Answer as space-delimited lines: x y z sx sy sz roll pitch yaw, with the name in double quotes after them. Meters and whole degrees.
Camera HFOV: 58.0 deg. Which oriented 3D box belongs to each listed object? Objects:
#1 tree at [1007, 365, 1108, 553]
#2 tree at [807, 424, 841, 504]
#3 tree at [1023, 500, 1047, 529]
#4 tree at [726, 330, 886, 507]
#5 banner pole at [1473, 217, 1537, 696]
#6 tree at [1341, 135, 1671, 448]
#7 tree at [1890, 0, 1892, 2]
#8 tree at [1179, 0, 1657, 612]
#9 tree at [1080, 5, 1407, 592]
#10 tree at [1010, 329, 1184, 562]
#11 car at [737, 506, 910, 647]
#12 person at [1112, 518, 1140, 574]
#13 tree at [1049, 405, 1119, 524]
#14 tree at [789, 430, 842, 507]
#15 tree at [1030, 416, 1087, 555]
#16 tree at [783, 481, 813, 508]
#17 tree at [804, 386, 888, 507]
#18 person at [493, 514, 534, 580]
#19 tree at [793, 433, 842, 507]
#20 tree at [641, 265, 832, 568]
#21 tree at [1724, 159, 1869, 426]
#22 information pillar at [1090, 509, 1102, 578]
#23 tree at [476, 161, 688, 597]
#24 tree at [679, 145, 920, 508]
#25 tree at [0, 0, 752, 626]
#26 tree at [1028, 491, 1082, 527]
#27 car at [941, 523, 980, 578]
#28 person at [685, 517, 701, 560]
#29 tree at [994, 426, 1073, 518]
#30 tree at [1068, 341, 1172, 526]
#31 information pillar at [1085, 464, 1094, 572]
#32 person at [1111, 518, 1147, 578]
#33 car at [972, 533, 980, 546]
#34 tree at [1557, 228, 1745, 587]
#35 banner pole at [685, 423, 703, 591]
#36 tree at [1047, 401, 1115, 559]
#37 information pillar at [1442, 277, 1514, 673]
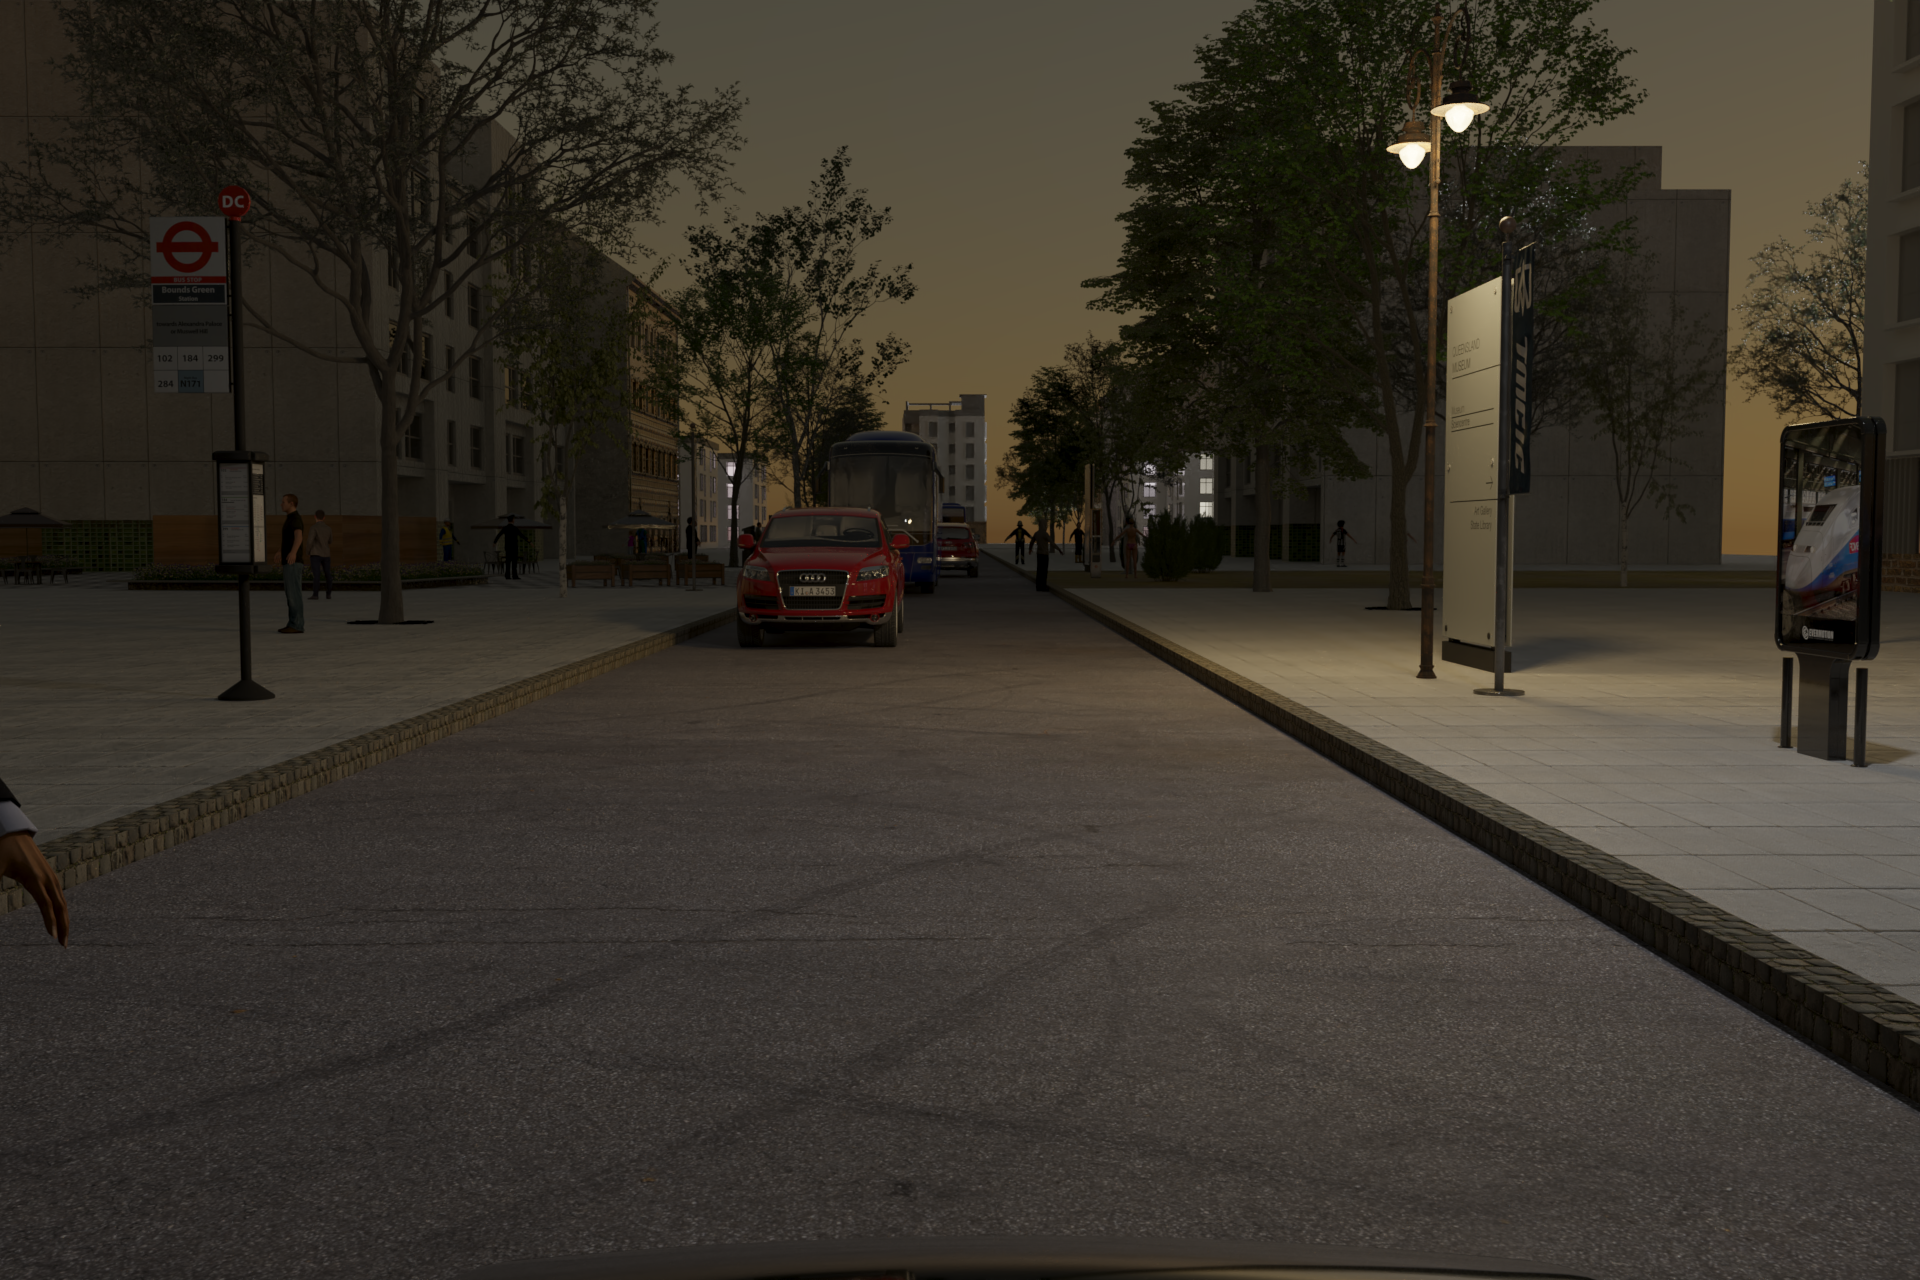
6.581 -12.144 116.684 7.486 12.596 7.792 0 3 0 "tree"
-8.351 -10.019 114.167 4.737 8.622 4.395 0 3 0 "tree"
10.884 -17.605 238.196 4.737 8.622 4.395 0 3 0 "tree"
-8.926 -11.885 104.693 12.009 13.543 11.850 0 3 0 "tree"
4.324 -1.439 13.542 0.401 3.779 0.863 0 4 -1 "banner pole"
16.218 -8.732 53.140 12.009 13.543 11.850 0 3 0 "tree"
7.285 -3.654 10.110 4.737 8.622 4.395 0 3 0 "tree"
7.527 -6.318 29.054 9.928 11.665 9.643 0 3 0 "tree"
6.333 -7.331 37.990 7.486 12.596 7.792 0 3 0 "tree"
6.764 -8.833 78.831 8.767 10.594 7.601 -3 4 -39 "tree"
-1.811 -0.912 23.589 2.281 1.827 5.304 0 4 0 "car"
5.395 -3.025 55.646 1.347 1.806 0.705 -3 5 -44 "person"
6.708 -9.141 99.818 4.360 8.622 3.978 0 3 0 "tree"
-9.579 -12.761 143.049 8.767 10.594 7.601 -2 4 -26 "tree"
6.499 -9.650 108.138 4.360 8.622 3.978 0 3 0 "tree"
-21.095 -17.257 232.518 4.360 8.622 3.978 0 3 0 "tree"
-8.255 -13.052 131.534 7.486 12.596 7.792 0 3 0 "tree"
-12.612 -2.619 48.752 1.347 1.837 0.705 1 4 20 "person"
-9.365 -10.358 119.719 4.737 8.622 4.395 0 3 0 "tree"
-8.519 -8.585 66.121 9.928 11.665 9.643 0 3 0 "tree"
29.103 -8.850 55.073 12.009 13.543 11.850 0 3 0 "tree"
3.961 -2.814 50.503 0.304 2.012 0.304 0 4 0 "information pillar"
-7.896 -5.181 35.076 4.737 8.622 4.395 0 3 0 "tree"
-7.919 -14.072 85.965 12.611 20.169 13.585 0 3 0 "tree"
-8.098 -6.978 24.465 12.009 13.543 11.850 0 3 0 "tree"
12.799 -19.150 231.223 7.486 12.596 7.792 0 3 0 "tree"
-0.428 -3.051 58.552 2.281 1.827 5.304 0 4 -1 "car"
-8.171 -2.854 52.845 0.705 1.806 1.347 -1 4 -21 "person"
6.291 -12.016 130.880 8.767 10.594 7.601 1 4 19 "tree"
6.236 -7.033 65.347 4.737 8.622 4.395 0 3 0 "tree"
4.378 -4.115 58.599 0.184 3.620 1.656 0 4 -1 "information pillar"
4.983 -2.661 50.305 1.217 1.733 0.721 0 4 8 "person"
0.402 -6.700 119.131 1.945 1.707 3.694 0 4 -1 "car"
16.213 -5.625 42.326 4.360 8.622 3.978 0 3 0 "tree"
-6.025 -3.017 39.344 0.401 3.779 0.863 0 4 -1 "banner pole"
6.223 -8.586 90.739 4.737 8.622 4.395 0 3 0 "tree"
4.994 -1.552 16.692 0.184 3.620 1.656 0 4 -1 "information pillar"
